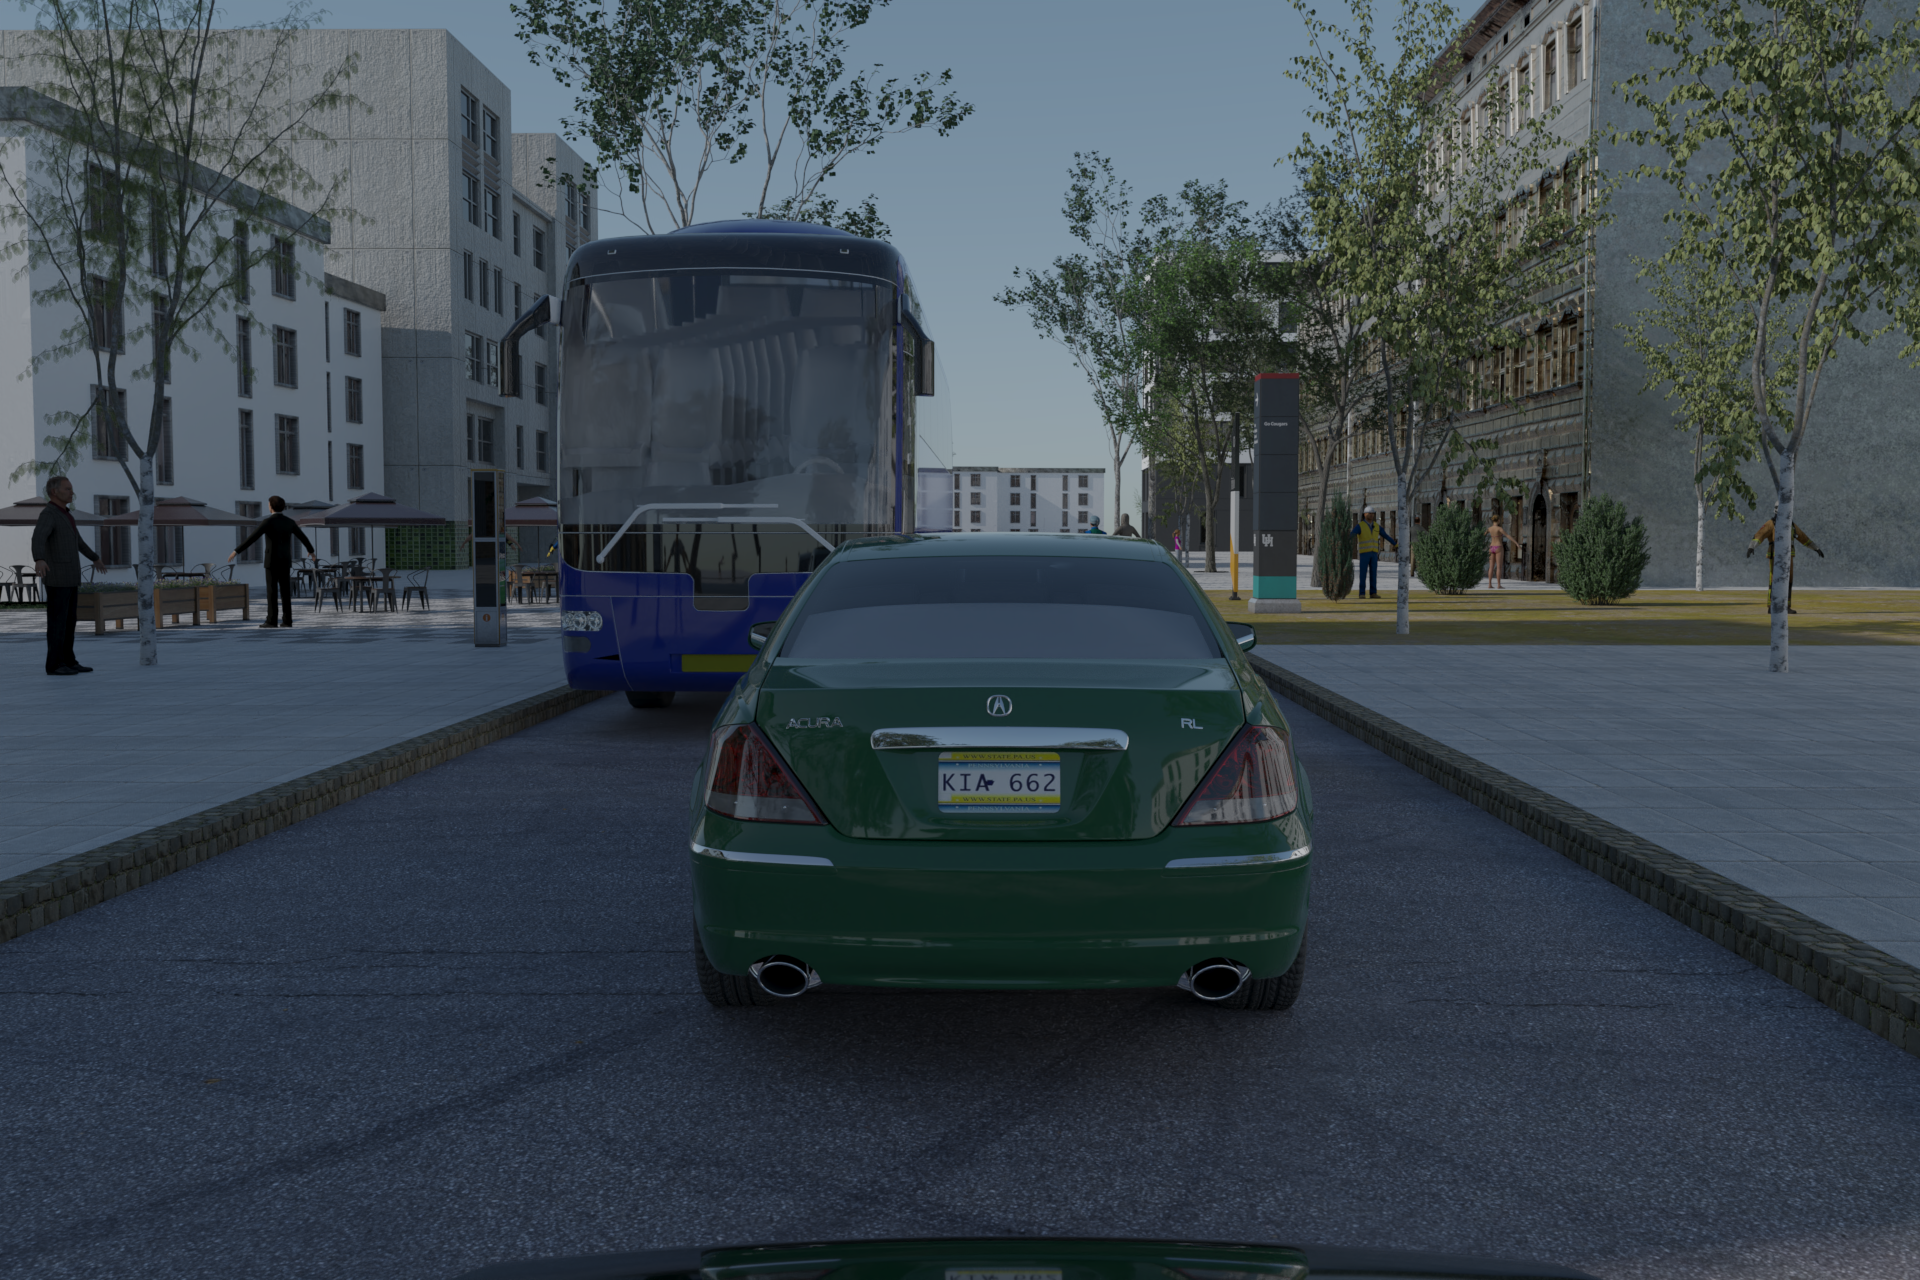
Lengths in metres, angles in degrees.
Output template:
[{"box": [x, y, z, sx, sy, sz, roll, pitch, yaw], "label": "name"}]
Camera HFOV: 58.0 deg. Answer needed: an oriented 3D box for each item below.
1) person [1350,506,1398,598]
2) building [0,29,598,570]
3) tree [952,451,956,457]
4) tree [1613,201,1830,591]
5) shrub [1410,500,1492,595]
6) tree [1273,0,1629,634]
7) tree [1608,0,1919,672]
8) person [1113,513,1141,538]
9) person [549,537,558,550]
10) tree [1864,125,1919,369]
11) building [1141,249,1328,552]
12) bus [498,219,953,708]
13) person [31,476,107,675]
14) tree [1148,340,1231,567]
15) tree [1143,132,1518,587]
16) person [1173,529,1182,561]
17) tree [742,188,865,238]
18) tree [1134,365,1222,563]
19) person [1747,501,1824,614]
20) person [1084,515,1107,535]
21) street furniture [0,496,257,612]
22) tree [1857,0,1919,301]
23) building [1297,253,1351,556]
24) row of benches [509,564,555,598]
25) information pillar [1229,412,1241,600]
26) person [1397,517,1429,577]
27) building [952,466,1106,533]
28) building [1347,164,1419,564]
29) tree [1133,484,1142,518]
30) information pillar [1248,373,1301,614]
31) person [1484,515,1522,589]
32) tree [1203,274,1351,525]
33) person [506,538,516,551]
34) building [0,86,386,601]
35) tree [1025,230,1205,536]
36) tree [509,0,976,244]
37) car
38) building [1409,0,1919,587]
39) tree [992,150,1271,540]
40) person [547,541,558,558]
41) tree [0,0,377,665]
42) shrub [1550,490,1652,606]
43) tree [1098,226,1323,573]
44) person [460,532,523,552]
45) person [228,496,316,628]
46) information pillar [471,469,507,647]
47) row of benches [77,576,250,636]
[{"box": [8.152, -1.745, 34.499, 1.349, 1.833, 0.705, -1, 4, -13], "label": "person"}, {"box": [-26.161, -12.866, 76.811, 16.747, 18.905, 31.486, 0, 4, 1], "label": "building"}, {"box": [-5.268, -12.184, 109.570, 12.009, 13.543, 11.850, 0, 3, 0], "label": "tree"}, {"box": [16.940, -5.409, 38.800, 4.737, 8.622, 4.395, 0, 3, 0], "label": "tree"}, {"box": [10.375, -1.967, 36.585, 1.690, 2.028, 1.600, 0, 3, 0], "label": "shrub"}, {"box": [5.788, -4.370, 21.815, 4.737, 8.622, 4.395, 0, 3, 0], "label": "tree"}, {"box": [7.851, -4.012, 15.963, 4.737, 8.622, 4.395, 0, 3, 0], "label": "tree"}, {"box": [4.194, -2.329, 44.208, 1.348, 1.813, 0.705, -2, 4, -32], "label": "person"}, {"box": [-8.932, -2.123, 40.486, 1.354, 1.856, 0.705, -1, 4, -19], "label": "person"}, {"box": [16.650, -4.744, 27.930, 4.737, 8.622, 4.395, 0, 3, 0], "label": "tree"}, {"box": [28.594, -18.156, 140.817, 27.936, 21.610, 32.646, 0, 4, 2], "label": "building"}, {"box": [-1.488, -1.587, 17.499, 2.896, 3.916, 12.251, 0, 4, 1], "label": "bus"}, {"box": [-8.194, -0.592, 15.853, 0.705, 1.807, 1.348, 0, 4, -5], "label": "person"}, {"box": [8.836, -7.106, 66.544, 4.737, 8.622, 4.395, 0, 3, 0], "label": "tree"}, {"box": [8.575, -6.536, 41.269, 8.767, 10.594, 7.601, 0, 4, 5], "label": "tree"}, {"box": [7.196, -2.904, 56.743, 0.599, 1.433, 0.991, 0, 4, 5], "label": "person"}, {"box": [-7.090, -9.678, 64.886, 9.857, 13.997, 8.962, 0, 3, 0], "label": "tree"}, {"box": [9.431, -7.523, 73.366, 4.360, 8.622, 3.978, 0, 3, 0], "label": "tree"}, {"box": [13.191, -1.346, 27.780, 1.354, 1.858, 0.705, -1, 4, -10], "label": "person"}, {"box": [2.767, -1.668, 35.850, 1.347, 1.817, 0.704, -1, 4, -21], "label": "person"}, {"box": [-26.139, -1.264, 25.694, 27.439, 1.986, 14.083, 0, 4, -4], "label": "street furniture"}, {"box": [13.032, -4.380, 21.973, 4.360, 8.622, 3.978, 0, 3, 0], "label": "tree"}, {"box": [29.821, -16.325, 97.843, 19.493, 23.208, 18.063, 0, 4, 2], "label": "building"}, {"box": [-7.717, -1.292, 36.587, 1.422, 0.672, 4.104, 2, 4, 35], "label": "row of benches"}, {"box": [5.342, -2.586, 33.640, 0.183, 3.616, 0.504, 0, 4, 0], "label": "information pillar"}, {"box": [13.732, -2.797, 52.000, 1.348, 1.796, 0.705, 2, 4, 35], "label": "person"}, {"box": [4.117, -16.579, 215.673, 28.070, 9.664, 9.099, 0, 4, -6], "label": "building"}, {"box": [28.629, -15.107, 77.931, 19.493, 23.208, 18.063, 0, 4, 2], "label": "building"}, {"box": [23.732, -16.012, 212.165, 4.360, 8.622, 3.978, 0, 3, 0], "label": "tree"}, {"box": [5.138, -2.374, 28.194, 0.750, 3.857, 0.750, 0, 4, 1], "label": "information pillar"}, {"box": [12.636, -2.072, 40.678, 0.721, 1.733, 1.217, -3, 4, -38], "label": "person"}, {"box": [8.437, -6.043, 49.161, 4.360, 8.622, 3.978, 0, 3, 0], "label": "tree"}, {"box": [-10.404, -2.022, 38.989, 0.705, 1.837, 1.347, -3, 5, -41], "label": "person"}, {"box": [-21.442, -6.404, 46.860, 9.099, 9.664, 28.070, 0, 4, 2], "label": "building"}, {"box": [11.190, -15.318, 106.342, 12.611, 20.169, 13.585, 0, 3, 0], "label": "tree"}, {"box": [-6.304, -11.821, 49.170, 12.611, 20.169, 13.585, 0, 3, 0], "label": "tree"}, {"box": [0.158, 0.314, 6.667, 2.131, 1.459, 4.920, 0, 4, 1], "label": "car"}, {"box": [24.679, -13.407, 50.125, 19.493, 23.208, 18.063, 0, 4, 2], "label": "building"}, {"box": [8.391, -14.127, 86.858, 12.611, 20.169, 13.585, 0, 3, 0], "label": "tree"}, {"box": [-5.654, -1.216, 26.350, 1.216, 1.772, 0.721, -1, 4, -17], "label": "person"}, {"box": [-7.983, -4.044, 16.483, 4.360, 8.622, 3.978, 0, 3, 0], "label": "tree"}, {"box": [11.541, -1.661, 31.200, 1.661, 2.075, 1.752, 0, 3, 0], "label": "shrub"}, {"box": [8.438, -8.065, 57.619, 9.928, 11.665, 9.643, 0, 3, 0], "label": "tree"}, {"box": [-10.189, -1.940, 37.571, 1.347, 1.847, 0.705, 0, 4, -3], "label": "person"}, {"box": [-9.374, -1.074, 23.748, 0.705, 1.806, 1.347, 2, 4, 33], "label": "person"}, {"box": [-5.349, -0.929, 19.687, 0.304, 2.012, 0.304, 0, 4, 2], "label": "information pillar"}, {"box": [-11.037, -0.507, 23.746, 1.422, 0.672, 4.104, 0, 4, 4], "label": "row of benches"}]
